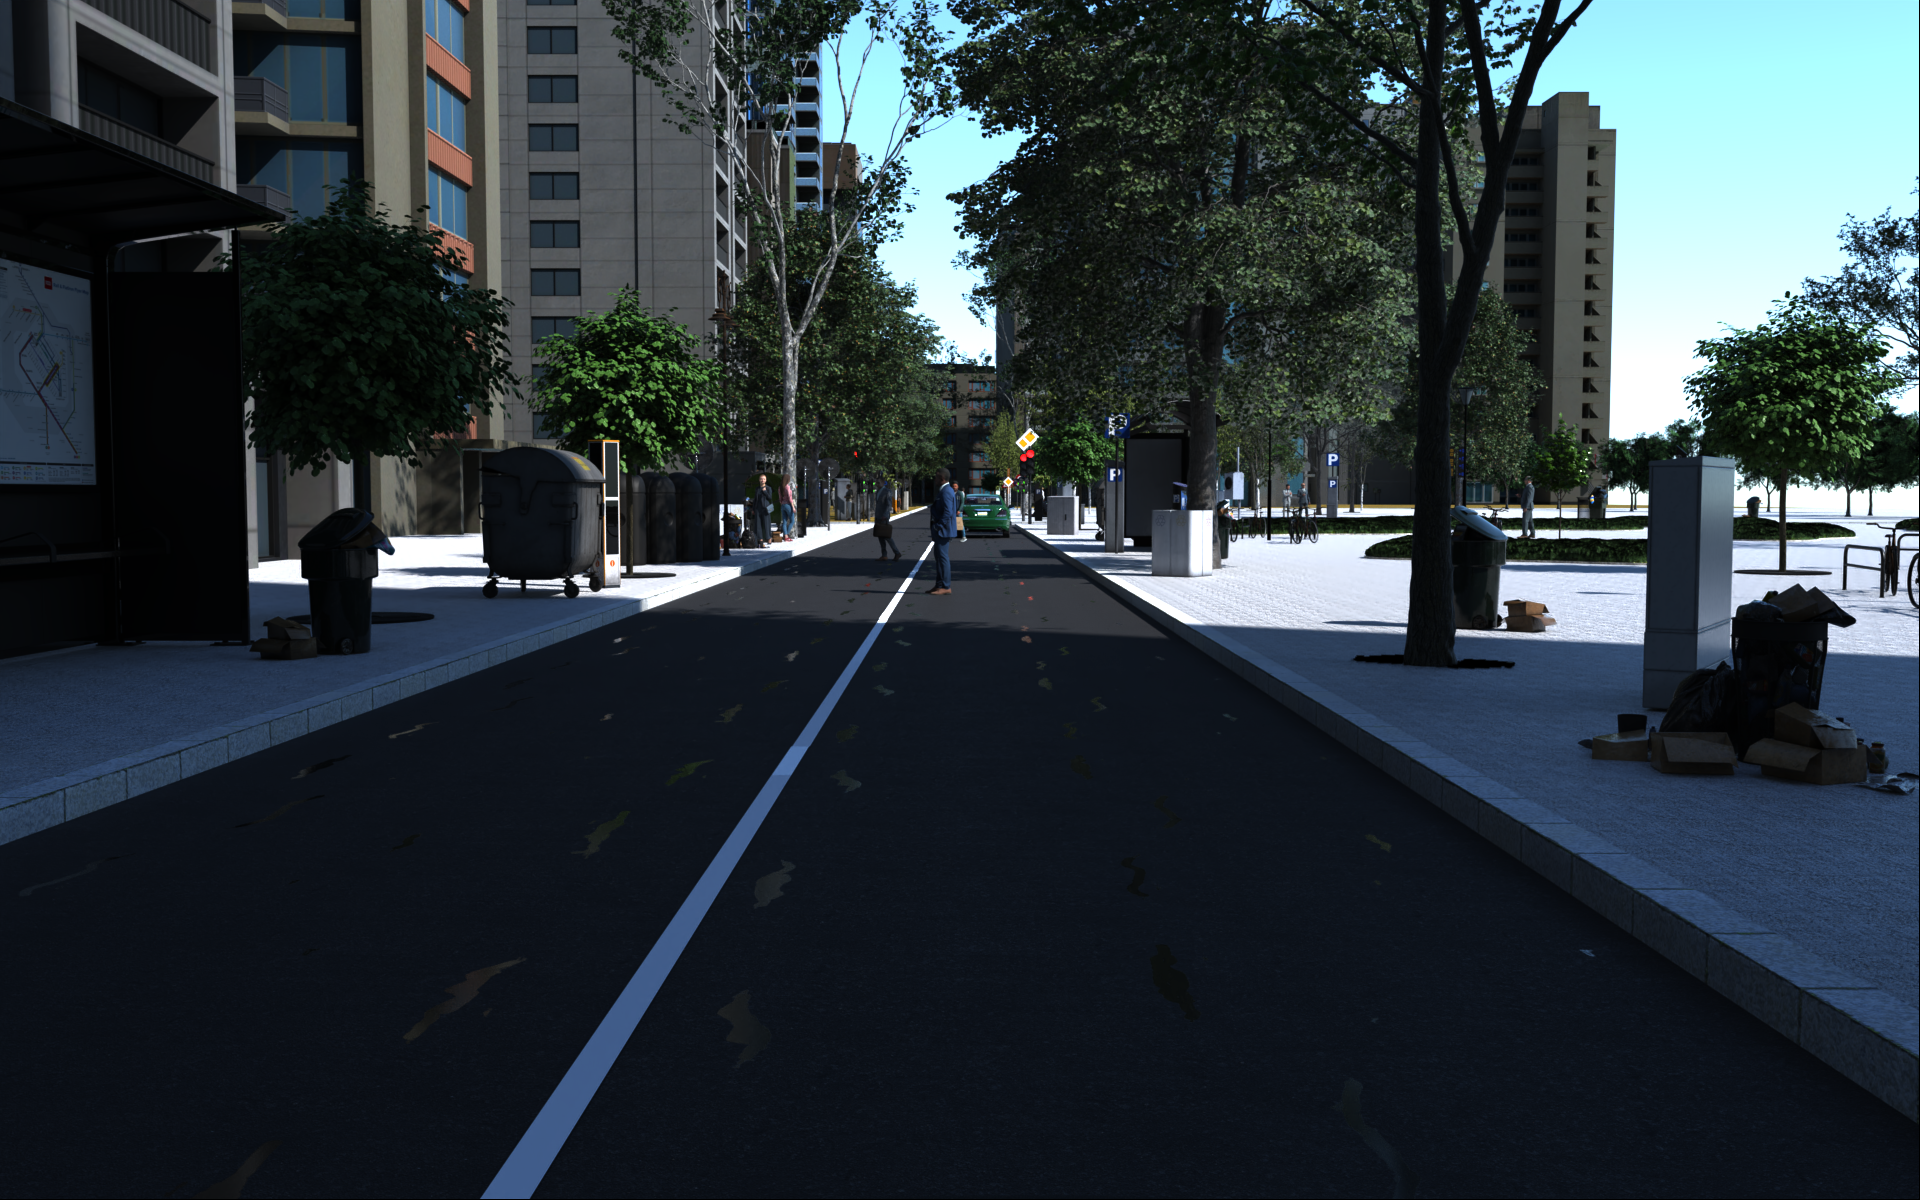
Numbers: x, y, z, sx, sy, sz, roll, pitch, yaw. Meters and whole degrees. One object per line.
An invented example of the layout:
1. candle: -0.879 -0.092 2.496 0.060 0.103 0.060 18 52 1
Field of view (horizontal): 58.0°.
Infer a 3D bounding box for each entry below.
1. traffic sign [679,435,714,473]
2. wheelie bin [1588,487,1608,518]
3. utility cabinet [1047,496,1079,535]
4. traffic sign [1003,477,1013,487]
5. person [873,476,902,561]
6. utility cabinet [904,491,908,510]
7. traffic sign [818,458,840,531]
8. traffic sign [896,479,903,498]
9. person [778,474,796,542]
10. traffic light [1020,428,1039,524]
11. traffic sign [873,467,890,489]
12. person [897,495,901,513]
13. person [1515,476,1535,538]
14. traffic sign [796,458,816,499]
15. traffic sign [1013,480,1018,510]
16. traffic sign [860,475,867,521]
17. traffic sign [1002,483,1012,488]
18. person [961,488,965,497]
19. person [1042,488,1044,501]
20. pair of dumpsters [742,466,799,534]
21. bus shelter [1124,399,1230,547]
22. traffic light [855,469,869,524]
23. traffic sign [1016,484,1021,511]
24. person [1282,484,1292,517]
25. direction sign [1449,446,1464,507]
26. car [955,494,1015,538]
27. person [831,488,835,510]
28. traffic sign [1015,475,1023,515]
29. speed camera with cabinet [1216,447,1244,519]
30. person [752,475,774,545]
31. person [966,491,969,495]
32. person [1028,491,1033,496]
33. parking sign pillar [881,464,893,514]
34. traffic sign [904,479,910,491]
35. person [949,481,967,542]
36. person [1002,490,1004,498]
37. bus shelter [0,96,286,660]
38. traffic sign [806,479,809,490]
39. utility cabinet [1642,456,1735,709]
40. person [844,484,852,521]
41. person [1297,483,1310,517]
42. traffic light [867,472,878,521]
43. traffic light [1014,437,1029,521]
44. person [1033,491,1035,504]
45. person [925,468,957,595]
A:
1. traffic sign: -5.662 -2.267 37.166 0.768 2.556 0.104 0 4 6
2. wheelie bin: 27.207 -4.032 73.837 0.693 1.594 0.980 3 5 39
3. utility cabinet: 3.232 -2.651 54.505 1.020 1.237 0.306 3 4 36
4. traffic sign: 3.631 -7.929 129.366 0.795 2.593 0.064 0 4 7
5. person: -1.661 -1.749 37.210 0.853 1.813 0.709 -3 5 -43
6. utility cabinet: -4.346 -7.961 138.838 0.318 1.500 1.173 0 4 4
7. traffic sign: -4.598 -3.701 60.624 0.768 2.556 0.104 0 4 7
8. traffic sign: -4.991 -8.763 143.383 0.768 2.556 0.104 0 4 7
9. person: -4.644 -2.485 46.680 0.555 1.821 0.388 2 4 35
10. traffic light: 2.952 -5.173 73.505 0.839 4.253 0.868 0 4 0
11. traffic sign: -6.198 -8.191 127.790 2.265 3.308 0.079 0 4 7
12. person: -4.263 -6.661 119.626 0.362 1.253 0.373 1 4 17
13. person: 16.491 -2.711 50.538 0.590 1.801 0.661 1 4 21
14. traffic sign: -5.470 -3.727 61.046 0.768 2.556 0.104 0 4 8
15. traffic sign: 4.612 -8.527 139.519 0.768 2.556 0.104 1 4 9
16. traffic sign: -4.609 -4.942 82.923 0.606 2.300 0.079 0 4 3
17. traffic sign: 3.830 -8.573 140.175 0.884 2.594 0.081 0 4 4
18. person: 0.051 -6.273 110.913 0.795 1.843 0.661 -2 4 -26
19. person: 5.842 -7.148 123.138 0.641 1.798 0.478 -1 4 -12
20. pair of dumpsters: -6.339 -3.384 57.824 1.574 2.255 4.437 0 3 0
21. bus shelter: 4.761 -2.799 39.687 2.014 3.302 5.546 0 4 0
22. traffic light: -4.309 -5.174 73.509 0.839 4.253 0.868 0 4 0
23. traffic sign: 4.754 -8.259 135.144 0.768 2.556 0.104 0 4 3
24. person: 16.983 -5.111 89.796 0.511 1.800 0.466 -2 4 -32
25. direction sign: 23.621 -5.536 82.517 0.876 3.537 0.379 1 4 14
26. car: 0.778 -2.830 58.070 2.131 1.459 4.920 0 4 1
27. person: -10.028 -7.958 136.335 0.537 1.800 0.526 -3 5 -45
28. traffic sign: 3.841 -6.624 108.415 0.768 2.556 0.104 1 4 10
29. speed camera with cabinet: 11.196 -4.826 73.235 0.660 3.252 2.038 -2 4 -24
30. person: -5.000 -2.288 43.872 0.576 1.772 0.534 0 4 2
31. person: 0.880 -11.079 189.725 0.705 1.814 1.350 1 4 12
32. person: 8.278 -12.078 204.307 0.721 1.735 1.217 -2 4 -31
33. parking sign pillar: -4.948 -7.702 114.408 1.447 3.967 1.447 0 4 -1
34. traffic sign: -4.547 -8.795 143.897 0.768 2.556 0.104 0 4 1
35. person: -0.099 -2.642 51.686 0.713 1.824 0.794 -2 4 -32
36. person: 4.616 -11.333 192.052 0.721 1.736 1.217 2 4 26
37. bus shelter: -6.526 -1.242 11.593 1.731 3.624 6.357 0 3 0
38. traffic sign: -6.464 -4.535 74.247 0.768 2.556 0.104 0 4 7
39. utility cabinet: 4.464 -0.118 10.615 0.318 1.500 1.173 2 4 32
40. person: -5.332 -4.636 82.393 0.362 1.759 0.519 -1 4 -17
41. person: 16.080 -4.566 80.880 0.661 1.801 0.590 -1 4 -19
42. traffic light: -4.287 -5.662 81.494 0.839 4.253 0.868 0 4 0
43. traffic light: 2.974 -5.662 81.490 0.839 4.253 0.868 0 4 0
44. person: 9.657 -13.217 222.931 0.721 1.735 1.217 0 4 3
45. person: -0.247 -0.980 24.698 0.419 1.800 0.721 -1 4 -9
